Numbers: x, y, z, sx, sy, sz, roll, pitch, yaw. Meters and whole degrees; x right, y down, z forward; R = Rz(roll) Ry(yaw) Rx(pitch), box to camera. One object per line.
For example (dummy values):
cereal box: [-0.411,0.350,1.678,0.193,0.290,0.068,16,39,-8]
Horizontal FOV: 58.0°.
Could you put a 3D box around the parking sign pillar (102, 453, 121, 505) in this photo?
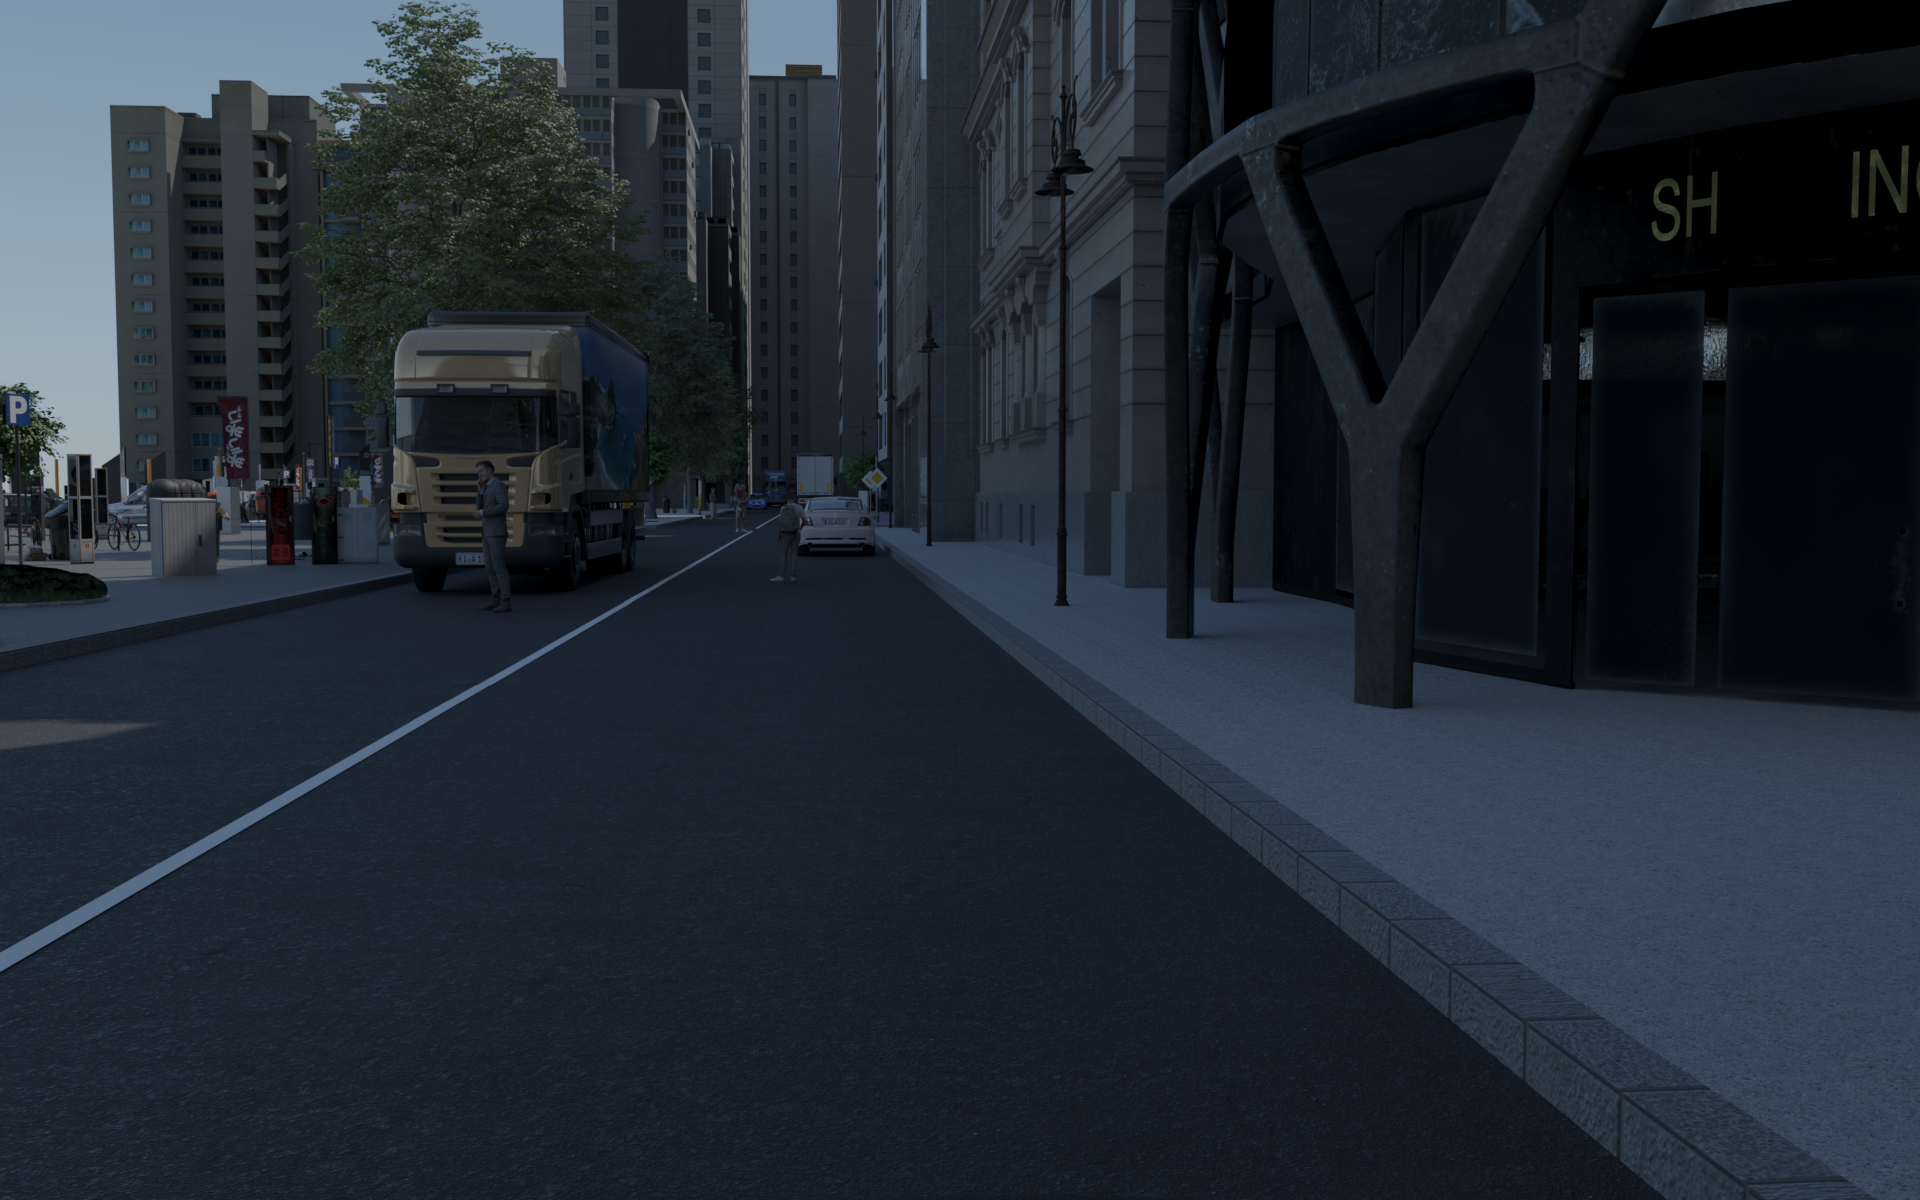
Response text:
parking sign pillar: [-53.845,-7.446,110.218,1.447,3.967,1.447,0,4,-3]

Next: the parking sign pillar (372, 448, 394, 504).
parking sign pillar: [-32.306,-6.661,97.382,1.447,3.967,1.447,0,4,-3]

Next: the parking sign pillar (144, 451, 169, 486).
parking sign pillar: [-49.862,-7.280,107.503,1.447,3.967,1.447,-1,4,-8]

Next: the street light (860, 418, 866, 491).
street light: [-5.762,-7.973,103.141,0.468,5.910,1.993,0,4,-5]

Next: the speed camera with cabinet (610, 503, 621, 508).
speed camera with cabinet: [-25.824,-8.307,130.155,0.660,3.252,2.038,2,4,29]

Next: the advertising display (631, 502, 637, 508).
advertising display: [-18.987,-5.773,99.607,0.123,1.923,0.974,2,4,34]

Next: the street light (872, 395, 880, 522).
street light: [-3.838,-6.594,80.592,0.468,5.910,1.993,0,4,-5]

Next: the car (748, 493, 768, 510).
car: [-18.824,-9.253,160.874,1.945,1.707,3.694,0,4,-5]

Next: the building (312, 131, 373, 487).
building: [-60.881,-33.899,208.868,28.867,44.769,22.147,0,4,-5]

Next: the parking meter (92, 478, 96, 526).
parking meter: [-30.910,-3.451,62.128,0.255,1.863,0.399,-1,4,-9]

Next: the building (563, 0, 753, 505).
building: [-36.356,-47.308,211.736,20.611,71.187,20.563,0,4,-5]

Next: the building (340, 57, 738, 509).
building: [-36.967,-28.550,158.667,32.217,40.220,23.993,0,4,-5]

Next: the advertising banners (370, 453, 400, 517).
advertising banners: [-23.944,-4.729,73.510,2.074,3.025,0.090,0,4,-3]

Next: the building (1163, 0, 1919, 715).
building: [9.991,-9.000,14.595,16.820,18.784,16.811,0,4,-5]

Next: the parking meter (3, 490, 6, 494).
parking meter: [-62.846,-6.442,113.742,0.372,1.533,0.369,0,3,0]

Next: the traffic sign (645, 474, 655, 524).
traffic sign: [-13.271,-4.246,73.064,0.795,2.450,0.064,0,4,-5]

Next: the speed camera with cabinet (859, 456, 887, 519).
speed camera with cabinet: [-4.525,-5.864,90.212,0.660,3.252,2.038,2,4,28]

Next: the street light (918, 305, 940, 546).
street light: [-0.760,-4.261,42.462,0.468,5.910,1.993,0,4,-5]

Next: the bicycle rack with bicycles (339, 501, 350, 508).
bicycle rack with bicycles: [-31.067,-4.372,84.857,2.852,0.926,2.925,-1,4,-16]

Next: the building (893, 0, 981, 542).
building: [4.277,-14.556,56.005,12.078,24.808,19.932,0,4,-5]

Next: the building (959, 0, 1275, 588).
building: [7.521,-15.102,34.306,14.401,28.519,23.554,0,4,-5]

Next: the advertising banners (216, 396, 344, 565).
advertising banners: [-12.244,-2.142,31.216,2.074,3.025,0.090,-1,4,-19]

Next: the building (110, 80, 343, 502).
building: [-86.084,-35.697,207.340,21.600,48.544,21.300,0,4,-5]

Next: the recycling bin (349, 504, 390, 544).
recycling bin: [-15.065,-1.936,44.206,0.722,1.027,0.722,2,4,29]

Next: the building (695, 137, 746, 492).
building: [-31.341,-31.132,192.599,14.154,41.232,14.086,0,4,-5]

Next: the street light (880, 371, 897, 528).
street light: [-2.618,-5.645,65.076,0.468,5.910,1.993,0,4,-5]

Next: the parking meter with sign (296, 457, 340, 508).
parking meter with sign: [-29.842,-5.171,80.802,1.738,3.016,0.543,-3,5,-45]

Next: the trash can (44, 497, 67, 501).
trash can: [-39.455,-3.898,75.386,0.748,1.137,0.748,0,3,0]

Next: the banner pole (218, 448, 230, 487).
banner pole: [-40.036,-6.371,94.182,0.401,3.779,0.863,2,4,32]

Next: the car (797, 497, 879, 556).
car: [-2.986,-1.791,41.647,2.083,1.381,4.827,0,4,-4]

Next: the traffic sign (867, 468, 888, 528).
traffic sign: [-3.147,-3.806,65.869,0.795,2.450,0.064,0,4,-5]

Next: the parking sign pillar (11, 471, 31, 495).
parking sign pillar: [-71.211,-8.739,131.358,1.447,3.967,1.447,-1,4,-21]

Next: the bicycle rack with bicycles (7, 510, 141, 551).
bicycle rack with bicycles: [-20.228,-1.581,39.228,2.852,0.926,2.925,-3,5,-44]

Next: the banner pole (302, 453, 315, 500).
banner pole: [-39.398,-7.012,104.666,0.863,3.779,0.401,0,4,-6]

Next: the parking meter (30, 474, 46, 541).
parking meter: [-25.215,-2.547,47.354,0.255,1.863,0.399,-1,4,-12]

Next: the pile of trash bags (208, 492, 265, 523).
pile of trash bags: [-34.595,-4.522,83.680,3.447,1.369,1.912,-3,4,-36]

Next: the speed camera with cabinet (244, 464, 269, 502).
speed camera with cabinet: [-46.669,-7.367,114.791,0.660,3.252,2.038,1,4,16]

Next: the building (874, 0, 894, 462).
building: [3.308,-18.843,79.790,14.107,30.474,14.160,0,4,-5]

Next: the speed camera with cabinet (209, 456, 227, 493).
speed camera with cabinet: [-38.071,-5.823,89.545,0.660,3.252,2.038,-3,4,-36]

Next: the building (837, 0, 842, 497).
building: [1.311,-31.250,134.643,21.300,48.544,21.600,0,4,-5]

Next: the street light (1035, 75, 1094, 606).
street light: [1.169,-2.871,19.722,0.468,5.910,1.993,0,4,-5]

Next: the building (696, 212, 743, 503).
building: [-29.862,-24.897,178.769,14.160,30.474,14.107,0,4,-5]

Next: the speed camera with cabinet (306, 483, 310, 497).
speed camera with cabinet: [-50.249,-8.583,134.661,0.660,3.252,2.038,0,4,-1]

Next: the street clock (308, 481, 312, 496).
street clock: [-36.688,-5.722,98.120,0.471,2.002,0.358,-1,4,-17]

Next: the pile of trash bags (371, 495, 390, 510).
pile of trash bags: [-30.384,-4.946,90.623,3.447,1.369,1.912,3,4,36]

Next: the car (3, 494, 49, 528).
car: [-36.354,-3.527,67.461,4.222,1.686,2.009,0,4,-6]

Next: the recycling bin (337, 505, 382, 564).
recycling bin: [-11.199,-1.198,32.144,0.722,1.027,0.722,-1,4,-23]

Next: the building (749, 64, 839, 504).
building: [-30.988,-42.708,240.273,28.212,58.520,21.231,0,4,-5]

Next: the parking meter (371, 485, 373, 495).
parking meter: [-43.667,-7.524,128.735,0.399,1.863,0.255,3,5,45]

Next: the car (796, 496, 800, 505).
car: [-14.246,-9.072,160.332,2.014,1.417,4.499,0,4,-5]

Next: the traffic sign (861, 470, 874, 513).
traffic sign: [-3.808,-4.293,73.827,0.795,2.450,0.064,0,4,-5]
